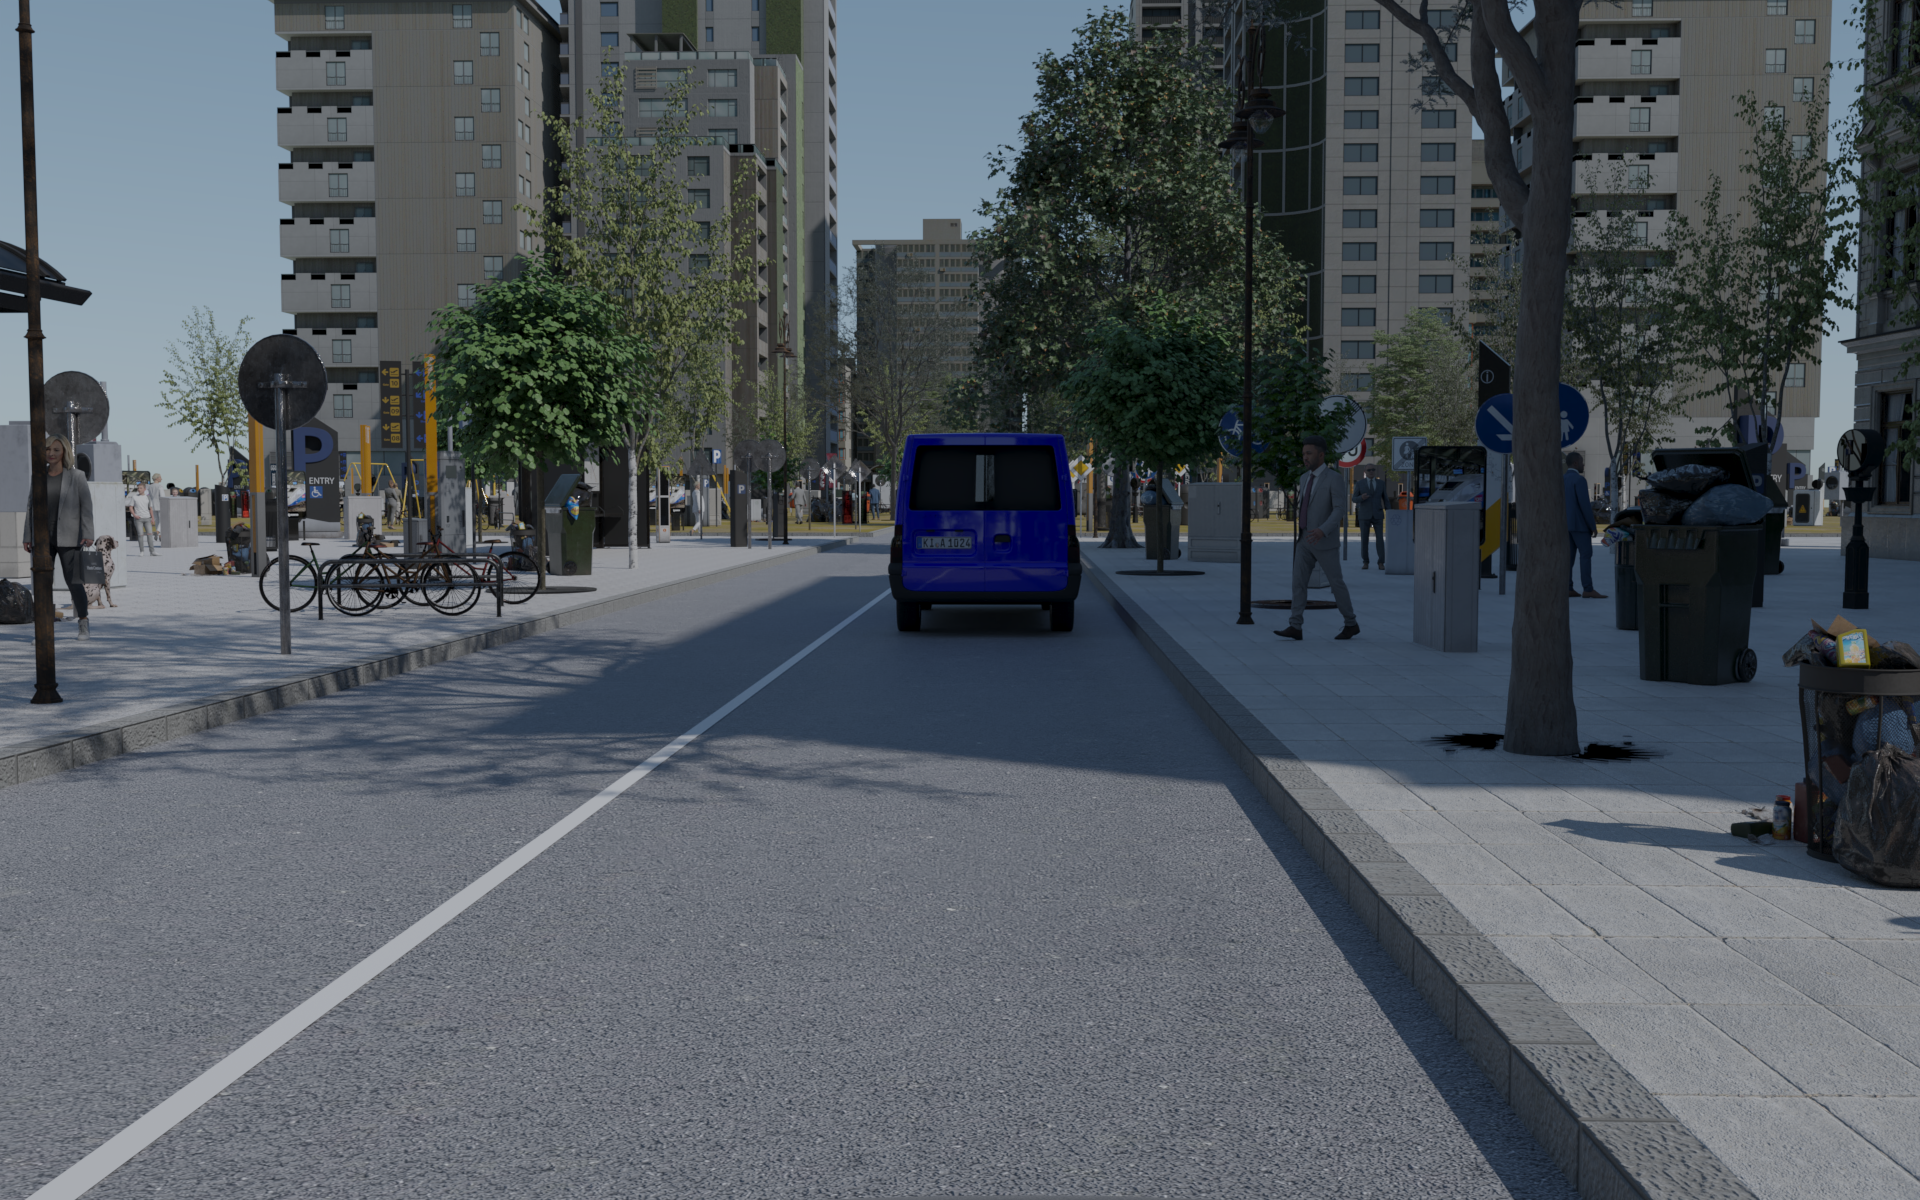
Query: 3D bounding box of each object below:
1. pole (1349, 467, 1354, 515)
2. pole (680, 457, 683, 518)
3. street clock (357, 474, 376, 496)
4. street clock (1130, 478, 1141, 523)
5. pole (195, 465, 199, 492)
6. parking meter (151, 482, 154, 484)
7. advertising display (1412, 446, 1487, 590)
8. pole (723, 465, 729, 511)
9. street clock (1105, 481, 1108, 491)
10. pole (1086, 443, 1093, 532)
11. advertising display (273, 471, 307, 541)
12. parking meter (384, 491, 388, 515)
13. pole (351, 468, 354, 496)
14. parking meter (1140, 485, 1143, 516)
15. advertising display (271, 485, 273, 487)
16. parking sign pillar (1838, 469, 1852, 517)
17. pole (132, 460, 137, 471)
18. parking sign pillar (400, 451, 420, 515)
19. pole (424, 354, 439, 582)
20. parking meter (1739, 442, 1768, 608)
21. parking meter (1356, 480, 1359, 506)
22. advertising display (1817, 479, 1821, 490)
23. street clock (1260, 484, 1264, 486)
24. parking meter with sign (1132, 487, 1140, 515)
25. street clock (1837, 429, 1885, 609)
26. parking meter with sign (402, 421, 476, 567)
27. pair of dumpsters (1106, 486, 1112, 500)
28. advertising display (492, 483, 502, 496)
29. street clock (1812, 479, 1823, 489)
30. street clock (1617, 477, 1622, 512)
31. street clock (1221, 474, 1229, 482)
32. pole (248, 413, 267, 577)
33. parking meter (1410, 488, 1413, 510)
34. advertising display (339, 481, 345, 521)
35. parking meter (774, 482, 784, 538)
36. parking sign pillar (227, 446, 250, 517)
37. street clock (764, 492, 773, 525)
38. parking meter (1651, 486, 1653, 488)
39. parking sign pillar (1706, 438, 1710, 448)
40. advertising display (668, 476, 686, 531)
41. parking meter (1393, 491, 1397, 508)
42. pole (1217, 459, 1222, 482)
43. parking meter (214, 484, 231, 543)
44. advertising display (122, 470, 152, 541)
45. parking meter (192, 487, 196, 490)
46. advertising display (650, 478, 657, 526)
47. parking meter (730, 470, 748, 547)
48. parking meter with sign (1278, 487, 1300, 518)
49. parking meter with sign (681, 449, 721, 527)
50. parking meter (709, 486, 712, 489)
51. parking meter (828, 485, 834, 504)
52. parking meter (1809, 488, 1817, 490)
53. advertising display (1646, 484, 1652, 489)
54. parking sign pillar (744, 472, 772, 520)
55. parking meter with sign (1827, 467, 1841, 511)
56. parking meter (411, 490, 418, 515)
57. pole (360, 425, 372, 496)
[{"bbox_3d":[23.557,-6.749,104.185,0.158,3.312,0.155,0,3,0],"label":"pole"},{"bbox_3d":[-15.226,-6.165,94.640,0.158,3.312,0.155,0,3,0],"label":"pole"},{"bbox_3d":[-20.851,-3.459,61.122,0.358,2.002,0.471,3,4,38],"label":"street clock"},{"bbox_3d":[7.751,-4.400,76.514,0.358,2.002,0.471,-3,4,-37],"label":"street clock"},{"bbox_3d":[-53.054,-7.748,120.518,0.158,3.312,0.155,0,3,0],"label":"pole"},{"bbox_3d":[-40.394,-4.931,86.339,0.399,1.863,0.255,-3,4,-36],"label":"parking meter"},{"bbox_3d":[6.538,-1.096,23.135,0.974,1.923,0.123,0,4,-7],"label":"advertising display"},{"bbox_3d":[-16.574,-7.836,121.966,0.158,3.312,0.155,0,3,0],"label":"pole"},{"bbox_3d":[8.000,-5.622,96.494,0.358,2.002,0.471,-3,4,-38],"label":"street clock"},{"bbox_3d":[4.408,-3.981,58.928,0.158,3.312,0.155,0,3,0],"label":"pole"},{"bbox_3d":[-18.342,-2.588,47.530,0.123,1.923,0.974,2,4,26],"label":"advertising display"},{"bbox_3d":[-31.708,-5.358,96.022,0.372,1.533,0.369,0,3,0],"label":"parking meter"},{"bbox_3d":[-47.358,-8.632,134.975,0.158,3.312,0.155,0,3,0],"label":"pole"},{"bbox_3d":[10.808,-5.896,102.110,0.255,1.863,0.399,3,5,42],"label":"parking meter"},{"bbox_3d":[-49.113,-7.319,124.875,0.974,1.923,0.123,-2,4,-28],"label":"advertising display"},{"bbox_3d":[50.007,-6.636,96.978,1.447,3.967,1.447,0,4,3],"label":"parking sign pillar"},{"bbox_3d":[-49.192,-6.694,103.285,0.158,3.312,0.155,0,3,0],"label":"pole"},{"bbox_3d":[-33.902,-7.241,106.861,1.447,3.967,1.447,3,5,39],"label":"parking sign pillar"},{"bbox_3d":[-7.738,-1.928,25.369,0.158,3.312,0.155,0,3,0],"label":"pole"},{"bbox_3d":[8.898,-0.851,19.624,0.399,1.863,0.255,-2,4,-23],"label":"parking meter"},{"bbox_3d":[16.816,-4.099,72.737,0.255,1.863,0.399,0,4,-4],"label":"parking meter"},{"bbox_3d":[35.791,-4.097,72.194,0.123,1.923,0.974,2,4,26],"label":"advertising display"},{"bbox_3d":[21.475,-7.246,123.038,0.358,2.002,0.471,0,4,-1],"label":"street clock"},{"bbox_3d":[10.600,-6.639,104.816,0.543,3.016,1.738,-3,4,-36],"label":"parking meter with sign"},{"bbox_3d":[10.018,-0.902,19.314,0.358,2.002,0.471,-1,4,-14],"label":"street clock"},{"bbox_3d":[-9.259,-2.127,31.035,0.543,3.016,1.738,1,4,23],"label":"parking meter with sign"},{"bbox_3d":[10.023,-7.415,123.731,1.574,2.255,4.437,0,4,2],"label":"pair of dumpsters"},{"bbox_3d":[-26.754,-5.809,100.198,0.123,1.923,0.974,1,4,13],"label":"advertising display"},{"bbox_3d":[42.184,-4.935,85.256,0.358,2.002,0.471,-3,5,-42],"label":"street clock"},{"bbox_3d":[27.197,-4.101,71.615,0.471,2.002,0.358,1,4,11],"label":"street clock"},{"bbox_3d":[9.347,-3.459,61.117,0.358,2.002,0.471,0,4,2],"label":"street clock"},{"bbox_3d":[-10.812,-2.005,26.619,0.158,3.312,0.155,0,3,0],"label":"pole"},{"bbox_3d":[19.586,-4.053,74.672,0.372,1.533,0.369,0,3,0],"label":"parking meter"},{"bbox_3d":[-29.939,-4.768,83.165,0.123,1.923,0.974,2,4,29],"label":"advertising display"},{"bbox_3d":[-5.323,-2.770,51.003,0.255,1.863,0.399,-2,4,-32],"label":"parking meter"},{"bbox_3d":[-40.178,-6.612,96.573,1.447,3.967,1.447,1,4,19],"label":"parking sign pillar"},{"bbox_3d":[-8.015,-4.156,72.516,0.471,2.002,0.358,-2,4,-30],"label":"street clock"},{"bbox_3d":[11.026,-1.146,27.153,0.372,1.533,0.369,0,3,0],"label":"parking meter"},{"bbox_3d":[35.662,-5.786,83.076,1.447,3.967,1.447,2,4,26],"label":"parking sign pillar"},{"bbox_3d":[-9.930,-3.378,60.442,0.123,1.923,0.974,2,4,29],"label":"advertising display"},{"bbox_3d":[33.011,-7.507,131.150,0.372,1.533,0.369,0,3,0],"label":"parking meter"},{"bbox_3d":[11.338,-5.007,75.707,0.158,3.312,0.155,0,3,0],"label":"pole"},{"bbox_3d":[-19.352,-2.267,45.470,0.372,1.533,0.369,0,3,0],"label":"parking meter"},{"bbox_3d":[-22.606,-2.585,47.476,0.123,1.923,0.974,2,4,24],"label":"advertising display"},{"bbox_3d":[-57.633,-7.624,130.355,0.399,1.863,0.255,-2,4,-28],"label":"parking meter"},{"bbox_3d":[-12.567,-3.996,70.543,0.974,1.923,0.123,-3,5,-44],"label":"advertising display"},{"bbox_3d":[-5.346,-2.215,41.926,0.399,1.863,0.255,-3,5,-40],"label":"parking meter"},{"bbox_3d":[18.062,-5.967,93.824,1.738,3.016,0.543,0,4,-7],"label":"parking meter with sign"},{"bbox_3d":[-10.243,-4.399,68.187,1.738,3.016,0.543,2,4,31],"label":"parking meter with sign"},{"bbox_3d":[-19.155,-7.782,132.943,0.255,1.863,0.399,0,4,1],"label":"parking meter"},{"bbox_3d":[-7.206,-5.592,97.140,0.255,1.863,0.399,2,4,24],"label":"parking meter"},{"bbox_3d":[37.575,-4.153,76.305,0.372,1.533,0.369,0,3,0],"label":"parking meter"},{"bbox_3d":[44.986,-6.556,112.408,0.974,1.923,0.123,3,5,42],"label":"advertising display"},{"bbox_3d":[-10.148,-6.023,86.944,1.447,3.967,1.447,-2,4,-28],"label":"parking sign pillar"},{"bbox_3d":[55.301,-6.891,108.933,0.543,3.016,1.738,0,4,-6],"label":"parking meter with sign"},{"bbox_3d":[-31.854,-5.670,101.114,0.372,1.533,0.369,0,3,0],"label":"parking meter"},{"bbox_3d":[-17.542,-3.497,51.024,0.158,3.312,0.155,0,3,0],"label":"pole"}]
